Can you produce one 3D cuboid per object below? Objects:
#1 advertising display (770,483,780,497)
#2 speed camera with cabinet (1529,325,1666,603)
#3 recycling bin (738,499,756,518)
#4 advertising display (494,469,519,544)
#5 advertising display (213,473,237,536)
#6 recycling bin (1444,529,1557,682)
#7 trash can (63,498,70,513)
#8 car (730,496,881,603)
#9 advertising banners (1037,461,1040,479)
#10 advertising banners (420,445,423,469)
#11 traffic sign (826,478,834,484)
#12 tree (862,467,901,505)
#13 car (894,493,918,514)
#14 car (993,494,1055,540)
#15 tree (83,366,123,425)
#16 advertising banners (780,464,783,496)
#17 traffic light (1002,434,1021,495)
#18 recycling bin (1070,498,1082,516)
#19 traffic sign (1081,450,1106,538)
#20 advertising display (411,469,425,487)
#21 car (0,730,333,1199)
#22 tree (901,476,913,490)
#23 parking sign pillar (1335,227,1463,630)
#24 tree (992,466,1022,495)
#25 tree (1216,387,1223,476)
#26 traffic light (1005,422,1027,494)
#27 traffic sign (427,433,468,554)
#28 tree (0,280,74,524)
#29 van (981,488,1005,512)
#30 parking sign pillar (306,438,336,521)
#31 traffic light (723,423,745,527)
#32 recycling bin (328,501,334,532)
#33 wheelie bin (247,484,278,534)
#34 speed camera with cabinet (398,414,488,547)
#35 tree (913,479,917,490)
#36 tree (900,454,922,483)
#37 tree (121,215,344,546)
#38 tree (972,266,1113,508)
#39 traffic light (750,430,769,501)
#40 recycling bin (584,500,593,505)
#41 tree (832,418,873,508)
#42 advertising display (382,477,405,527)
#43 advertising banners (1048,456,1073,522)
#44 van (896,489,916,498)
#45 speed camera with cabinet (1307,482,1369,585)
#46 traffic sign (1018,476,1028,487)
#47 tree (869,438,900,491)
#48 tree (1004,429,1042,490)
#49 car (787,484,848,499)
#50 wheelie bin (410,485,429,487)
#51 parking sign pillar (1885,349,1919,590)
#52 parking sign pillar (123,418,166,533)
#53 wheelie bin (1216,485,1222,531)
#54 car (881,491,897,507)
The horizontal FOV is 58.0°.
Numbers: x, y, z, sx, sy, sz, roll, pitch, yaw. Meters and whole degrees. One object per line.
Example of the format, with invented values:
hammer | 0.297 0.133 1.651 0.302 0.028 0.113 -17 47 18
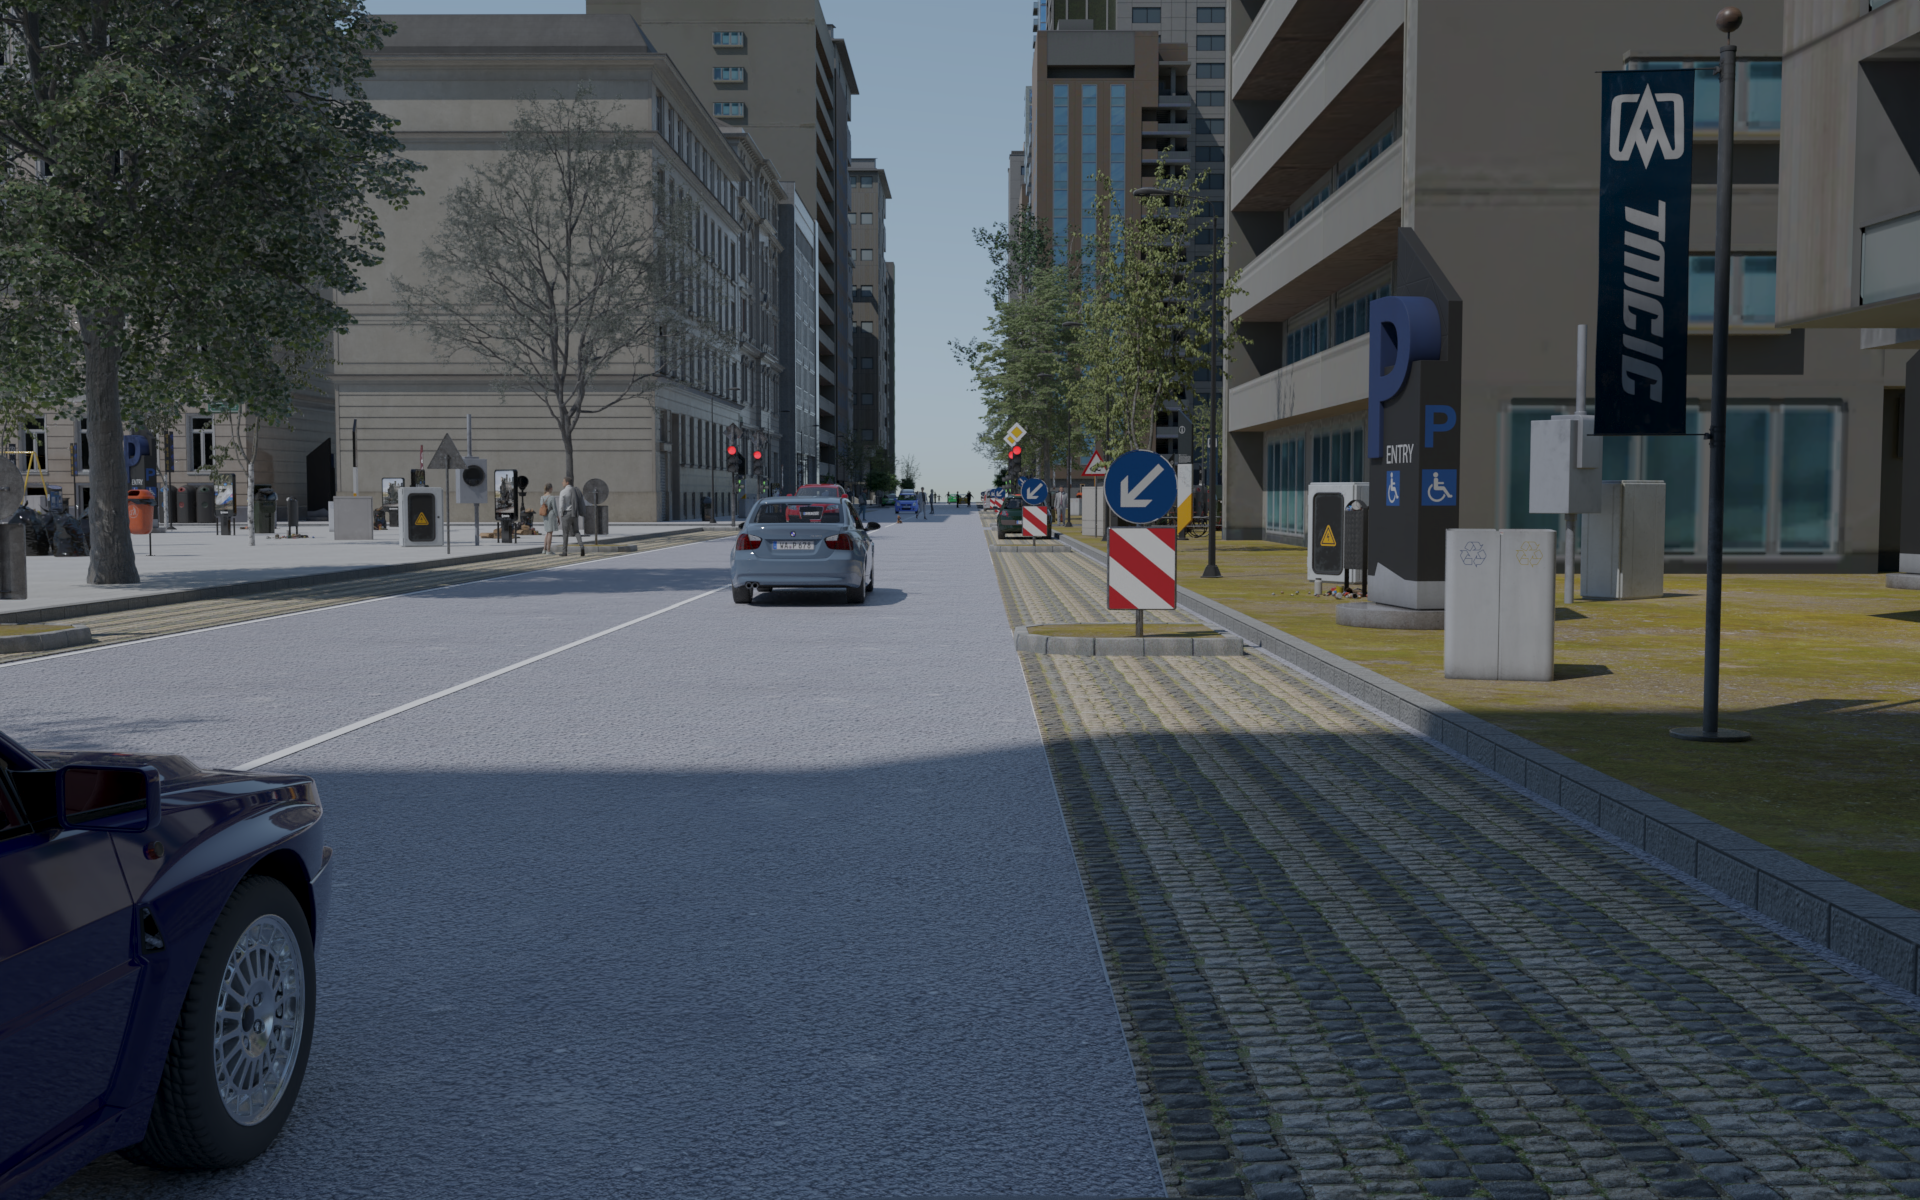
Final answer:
advertising display | -10.595 -5.754 99.289 0.123 1.923 0.974 1 4 21
speed camera with cabinet | 7.712 -1.624 20.892 2.038 3.252 0.660 -3 4 -37
recycling bin | -11.245 -4.837 91.637 0.722 1.027 0.722 -3 4 -38
advertising display | -11.800 -2.437 45.054 0.974 1.923 0.123 3 5 44
advertising display | -22.783 -2.965 53.698 0.974 1.923 0.123 2 4 32
recycling bin | 3.801 0.020 12.231 0.722 1.027 0.722 1 4 15
trash can | -35.088 -3.418 67.542 0.748 1.137 0.748 0 3 0
car | -2.120 -0.732 23.976 2.014 1.417 4.499 0 4 0
advertising banners | 4.433 -5.940 93.303 0.090 3.025 2.074 1 4 20
advertising banners | -18.781 -3.957 60.887 0.090 3.025 2.074 -2 4 -25
traffic sign | -10.203 -8.312 135.912 0.884 2.594 0.081 0 4 2
tree | -10.374 -14.974 228.534 4.285 4.588 4.351 0 3 0
car | -3.905 -7.199 127.291 1.945 1.707 3.694 0 4 -1
car | 2.056 -2.805 55.655 2.009 1.686 4.222 0 4 1
tree | -30.239 -7.024 65.207 4.360 8.622 3.978 0 3 0
advertising banners | -10.540 -6.445 101.571 0.090 3.025 2.074 0 4 4
traffic light | 2.261 -5.307 75.698 0.839 4.253 0.868 0 4 0
recycling bin | 7.009 -5.546 103.239 0.722 1.027 0.722 3 5 39
traffic sign | 4.009 -3.119 51.001 0.884 2.594 0.081 0 4 7
advertising display | -14.007 -2.422 44.808 0.123 1.923 0.974 0 4 -3
car | -2.391 0.612 2.567 1.945 1.354 3.894 0 4 2
tree | -9.698 -15.614 239.005 4.285 4.588 4.351 0 3 0
parking sign pillar | 4.435 -1.741 16.931 1.447 3.967 1.447 0 4 -7
tree | 5.145 -11.967 179.375 4.285 4.588 4.351 0 3 0
tree | 16.892 -9.304 102.480 4.360 8.622 3.978 0 3 0
traffic light | 2.199 -4.819 67.713 0.839 4.253 0.868 0 4 0
traffic sign | -10.911 -2.256 36.885 0.884 2.594 0.081 0 4 2
tree | -30.564 -6.412 55.192 4.737 8.622 4.395 0 3 0
van | 2.590 -7.590 131.104 2.013 2.044 4.112 0 4 1
parking sign pillar | -30.617 -5.780 82.976 1.447 3.967 1.447 1 4 16
traffic light | -8.862 -4.823 67.782 0.839 4.253 0.868 0 4 0
recycling bin | -21.074 -2.853 59.198 0.722 1.027 0.722 1 4 10
wheelie bin | -22.623 -2.960 56.298 0.693 1.594 0.980 3 4 37
speed camera with cabinet | -12.675 -2.943 42.449 2.038 3.252 0.660 -2 4 -26
tree | -9.184 -19.423 301.286 4.285 4.588 4.351 0 3 0
tree | -9.140 -22.026 310.478 4.360 8.622 3.978 0 3 0
tree | -17.523 -5.656 42.836 4.360 8.622 3.978 0 3 0
tree | 4.221 -10.287 86.315 7.486 12.596 7.792 0 3 0
traffic light | -8.800 -5.312 75.767 0.839 4.253 0.868 0 4 0
recycling bin | -16.529 -3.872 75.862 0.722 1.027 0.722 -2 4 -28
tree | -10.140 -13.115 164.793 4.360 8.622 3.978 0 3 0
advertising display | -22.034 -3.802 67.383 0.974 1.923 0.123 1 4 16
advertising banners | 4.595 -5.056 78.854 0.090 3.025 2.074 2 4 35
van | -4.754 -9.127 156.238 2.013 2.044 4.112 0 4 -1
speed camera with cabinet | 5.803 -1.841 24.435 0.660 3.252 2.038 -2 4 -31
traffic sign | 4.511 -7.609 124.516 0.768 2.556 0.104 0 4 4
tree | -10.000 -16.596 221.706 4.737 8.622 4.395 0 3 0
tree | 5.851 -12.504 154.806 4.360 8.622 3.978 0 3 0
car | -5.243 -3.423 64.634 2.281 1.827 5.304 0 4 2
wheelie bin | -18.320 -3.113 58.809 0.980 1.594 0.693 0 4 -2
parking sign pillar | 13.401 -2.138 23.430 1.447 3.967 1.447 -1 4 -10
parking sign pillar | -26.924 -4.185 56.903 1.447 3.967 1.447 3 4 38
wheelie bin | 9.046 -3.177 59.853 0.980 1.594 0.693 -1 4 -13
car | -7.701 -11.102 190.321 1.959 1.807 4.718 0 4 1
